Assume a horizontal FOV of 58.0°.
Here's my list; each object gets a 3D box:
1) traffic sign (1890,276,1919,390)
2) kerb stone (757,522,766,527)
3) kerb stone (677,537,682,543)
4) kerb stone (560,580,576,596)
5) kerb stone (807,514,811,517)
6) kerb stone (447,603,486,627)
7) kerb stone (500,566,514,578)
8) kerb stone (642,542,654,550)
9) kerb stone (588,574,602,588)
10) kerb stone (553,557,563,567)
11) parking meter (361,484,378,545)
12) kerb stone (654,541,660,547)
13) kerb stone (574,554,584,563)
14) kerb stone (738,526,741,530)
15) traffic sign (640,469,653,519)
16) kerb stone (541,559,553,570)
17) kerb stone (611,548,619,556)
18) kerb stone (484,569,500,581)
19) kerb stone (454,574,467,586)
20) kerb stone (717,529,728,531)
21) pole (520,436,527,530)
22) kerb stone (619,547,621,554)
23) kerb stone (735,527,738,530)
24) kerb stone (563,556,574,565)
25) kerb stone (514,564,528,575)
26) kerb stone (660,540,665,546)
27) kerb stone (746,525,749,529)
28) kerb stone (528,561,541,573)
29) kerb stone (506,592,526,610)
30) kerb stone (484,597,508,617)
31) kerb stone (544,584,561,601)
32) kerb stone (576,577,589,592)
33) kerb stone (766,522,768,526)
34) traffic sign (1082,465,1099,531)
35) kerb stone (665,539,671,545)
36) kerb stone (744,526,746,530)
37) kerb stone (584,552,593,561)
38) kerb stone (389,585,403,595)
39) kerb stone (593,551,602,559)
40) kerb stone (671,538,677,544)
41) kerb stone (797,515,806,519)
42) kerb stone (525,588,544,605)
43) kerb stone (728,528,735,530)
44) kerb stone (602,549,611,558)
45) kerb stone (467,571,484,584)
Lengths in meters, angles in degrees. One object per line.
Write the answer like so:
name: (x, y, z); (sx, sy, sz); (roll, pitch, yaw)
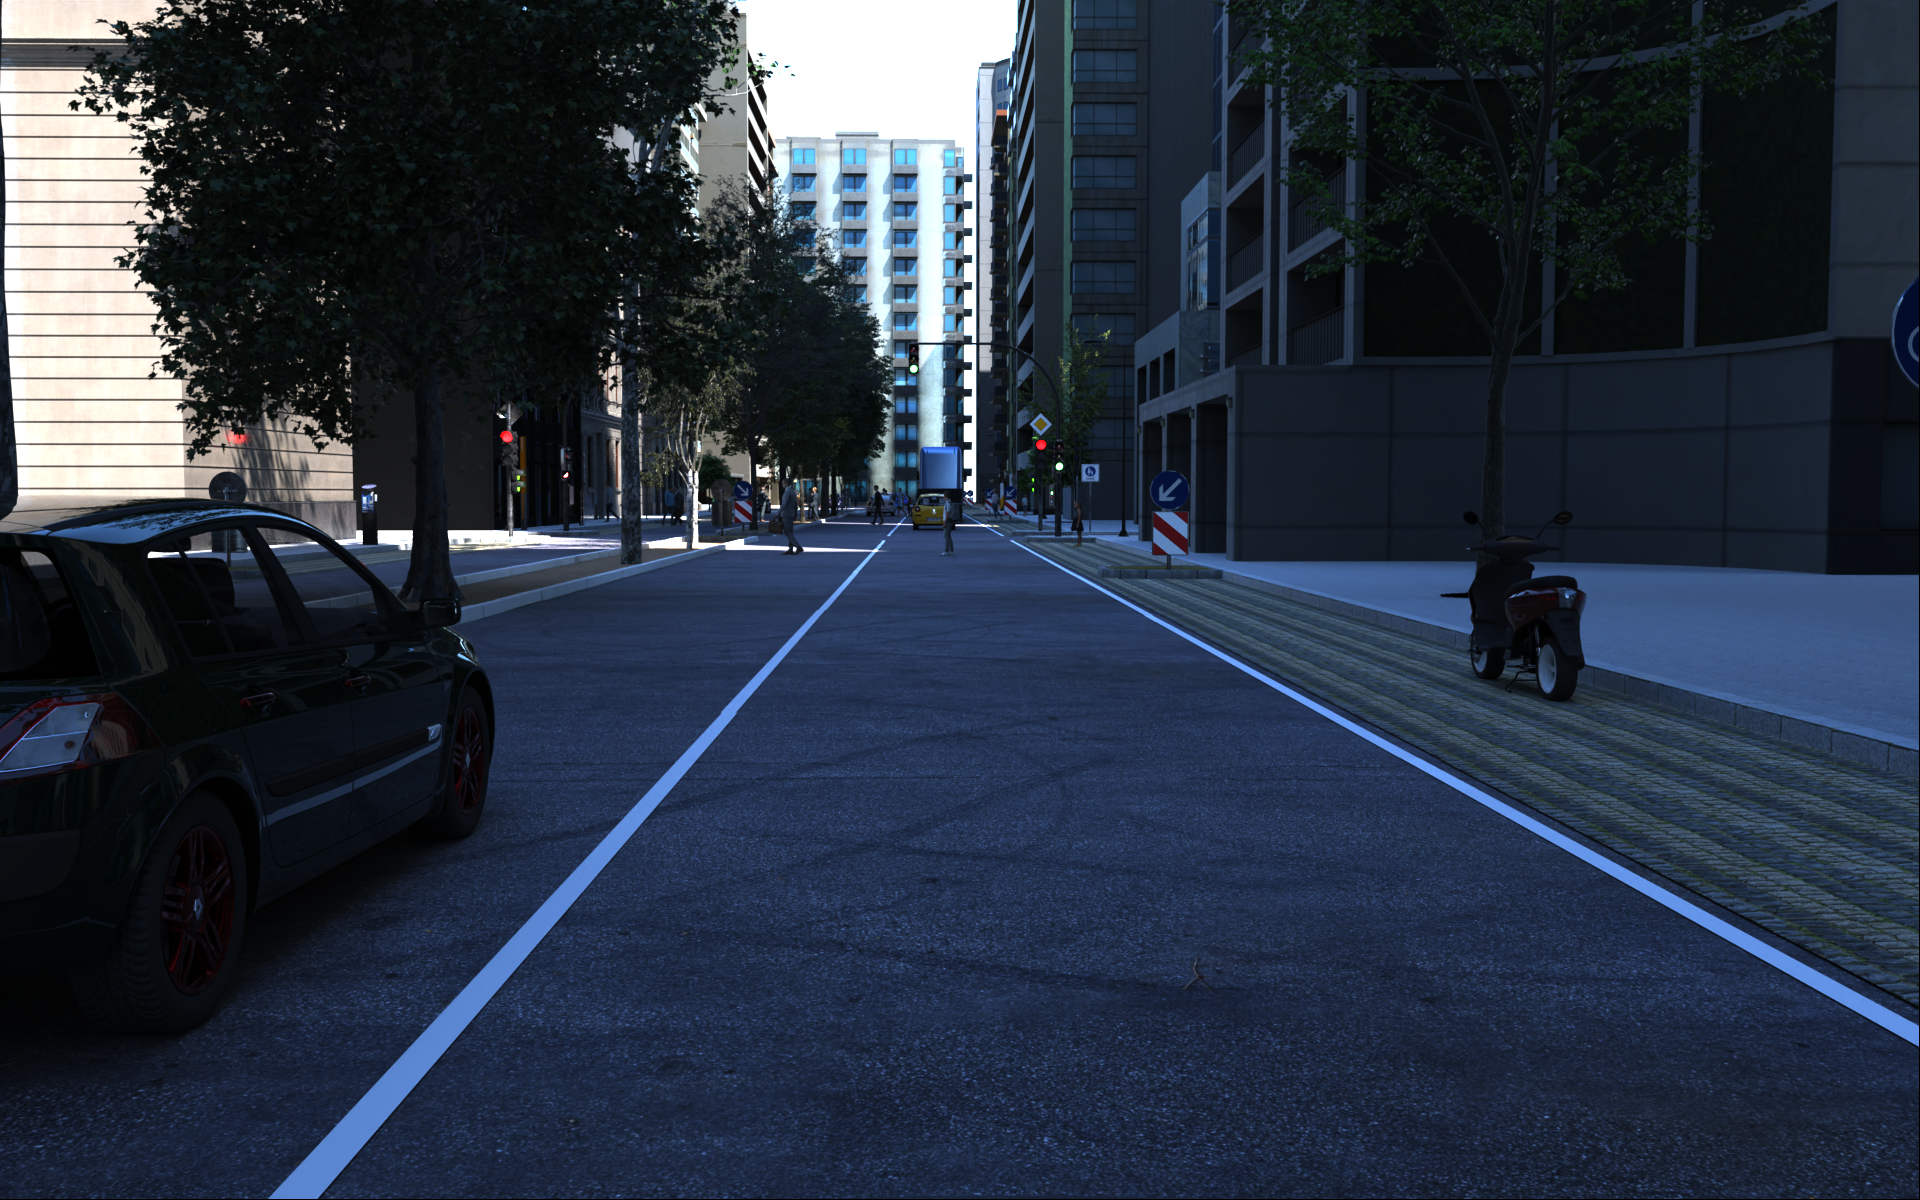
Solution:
traffic sign: (5.476, -0.578, 9.556); (0.768, 2.556, 0.104); (0, 4, 2)
kerb stone: (-8.782, -3.315, 76.418); (0.120, 0.150, 1.000); (0, 4, -1)
kerb stone: (-8.276, -1.714, 50.217); (0.120, 0.150, 1.000); (0, 4, -1)
kerb stone: (-5.677, -0.153, 24.694); (0.120, 0.150, 1.000); (0, 4, -1)
kerb stone: (-9.381, -5.198, 107.188); (0.120, 0.150, 1.000); (0, 4, -1)
kerb stone: (-5.576, 0.160, 19.577); (0.120, 0.150, 1.000); (0, 4, -1)
kerb stone: (-7.875, -0.459, 29.724); (0.120, 0.150, 1.000); (0, 4, -1)
kerb stone: (-8.180, -1.391, 45.082); (0.120, 0.150, 1.000); (0, 4, -1)
kerb stone: (-5.716, -0.278, 26.743); (0.120, 0.150, 1.000); (0, 4, -1)
kerb stone: (-7.961, -0.711, 33.820); (0.120, 0.150, 1.000); (0, 4, -1)
parking meter: (-14.894, -2.158, 43.700); (0.372, 1.533, 0.369); (0, 3, 0)
kerb stone: (-8.196, -1.460, 46.111); (0.120, 0.150, 1.000); (0, 4, -1)
kerb stone: (-7.993, -0.836, 35.868); (0.120, 0.150, 1.000); (0, 4, -1)
kerb stone: (-8.584, -2.686, 66.144); (0.120, 0.150, 1.000); (0, 4, -1)
traffic sign: (-15.831, -5.342, 87.446); (0.768, 2.556, 0.104); (0, 4, 1)
kerb stone: (-7.932, -0.646, 32.799); (0.120, 0.150, 1.000); (0, 4, -1)
kerb stone: (-8.069, -1.087, 39.961); (0.120, 0.150, 1.000); (0, 4, -1)
kerb stone: (-7.857, -0.397, 28.702); (0.120, 0.150, 1.000); (0, 4, -1)
kerb stone: (-7.817, -0.272, 26.659); (0.120, 0.150, 1.000); (0, 4, -1)
kerb stone: (-8.503, -2.437, 62.035); (0.120, 0.150, 1.000); (0, 4, -1)
pole: (-15.476, -4.132, 61.408); (0.158, 3.312, 0.155); (0, 3, 0)
kerb stone: (-8.098, -1.149, 40.984); (0.120, 0.150, 1.000); (0, 4, -1)
kerb stone: (-8.562, -2.625, 65.118); (0.120, 0.150, 1.000); (0, 4, -1)
kerb stone: (-7.978, -0.774, 34.847); (0.120, 0.150, 1.000); (0, 4, -1)
kerb stone: (-7.891, -0.523, 30.749); (0.120, 0.150, 1.000); (0, 4, -1)
kerb stone: (-8.221, -1.525, 47.132); (0.120, 0.150, 1.000); (0, 4, -1)
kerb stone: (-8.644, -2.875, 69.218); (0.120, 0.150, 1.000); (0, 4, -1)
kerb stone: (-7.911, -0.581, 31.773); (0.120, 0.150, 1.000); (0, 4, -1)
kerb stone: (-5.623, 0.038, 21.621); (0.120, 0.150, 1.000); (0, 4, -1)
kerb stone: (-5.595, 0.103, 20.599); (0.120, 0.150, 1.000); (0, 4, -1)
kerb stone: (-5.655, -0.090, 23.671); (0.120, 0.150, 1.000); (0, 4, -1)
kerb stone: (-5.701, -0.216, 25.721); (0.120, 0.150, 1.000); (0, 4, -1)
kerb stone: (-8.807, -3.377, 77.446); (0.120, 0.150, 1.000); (0, 4, -1)
traffic sign: (4.457, -3.495, 59.271); (0.606, 2.300, 0.079); (0, 4, 1)
kerb stone: (-8.236, -1.582, 48.166); (0.120, 0.150, 1.000); (0, 4, -1)
kerb stone: (-8.624, -2.813, 68.192); (0.120, 0.150, 1.000); (0, 4, -1)
kerb stone: (-8.019, -0.899, 36.890); (0.120, 0.150, 1.000); (0, 4, -1)
kerb stone: (-7.755, -0.083, 23.586); (0.120, 0.150, 1.000); (0, 4, -1)
kerb stone: (-8.044, -0.962, 37.917); (0.120, 0.150, 1.000); (0, 4, -1)
kerb stone: (-8.255, -1.650, 49.196); (0.120, 0.150, 1.000); (0, 4, -1)
kerb stone: (-9.254, -4.822, 101.037); (0.120, 0.150, 1.000); (0, 4, -1)
kerb stone: (-5.648, -0.027, 22.649); (0.120, 0.150, 1.000); (0, 4, -1)
kerb stone: (-8.541, -2.562, 64.086); (0.120, 0.150, 1.000); (0, 4, -1)
kerb stone: (-8.057, -1.024, 38.939); (0.120, 0.150, 1.000); (0, 4, -1)
kerb stone: (-7.832, -0.335, 27.681); (0.120, 0.150, 1.000); (0, 4, -1)
